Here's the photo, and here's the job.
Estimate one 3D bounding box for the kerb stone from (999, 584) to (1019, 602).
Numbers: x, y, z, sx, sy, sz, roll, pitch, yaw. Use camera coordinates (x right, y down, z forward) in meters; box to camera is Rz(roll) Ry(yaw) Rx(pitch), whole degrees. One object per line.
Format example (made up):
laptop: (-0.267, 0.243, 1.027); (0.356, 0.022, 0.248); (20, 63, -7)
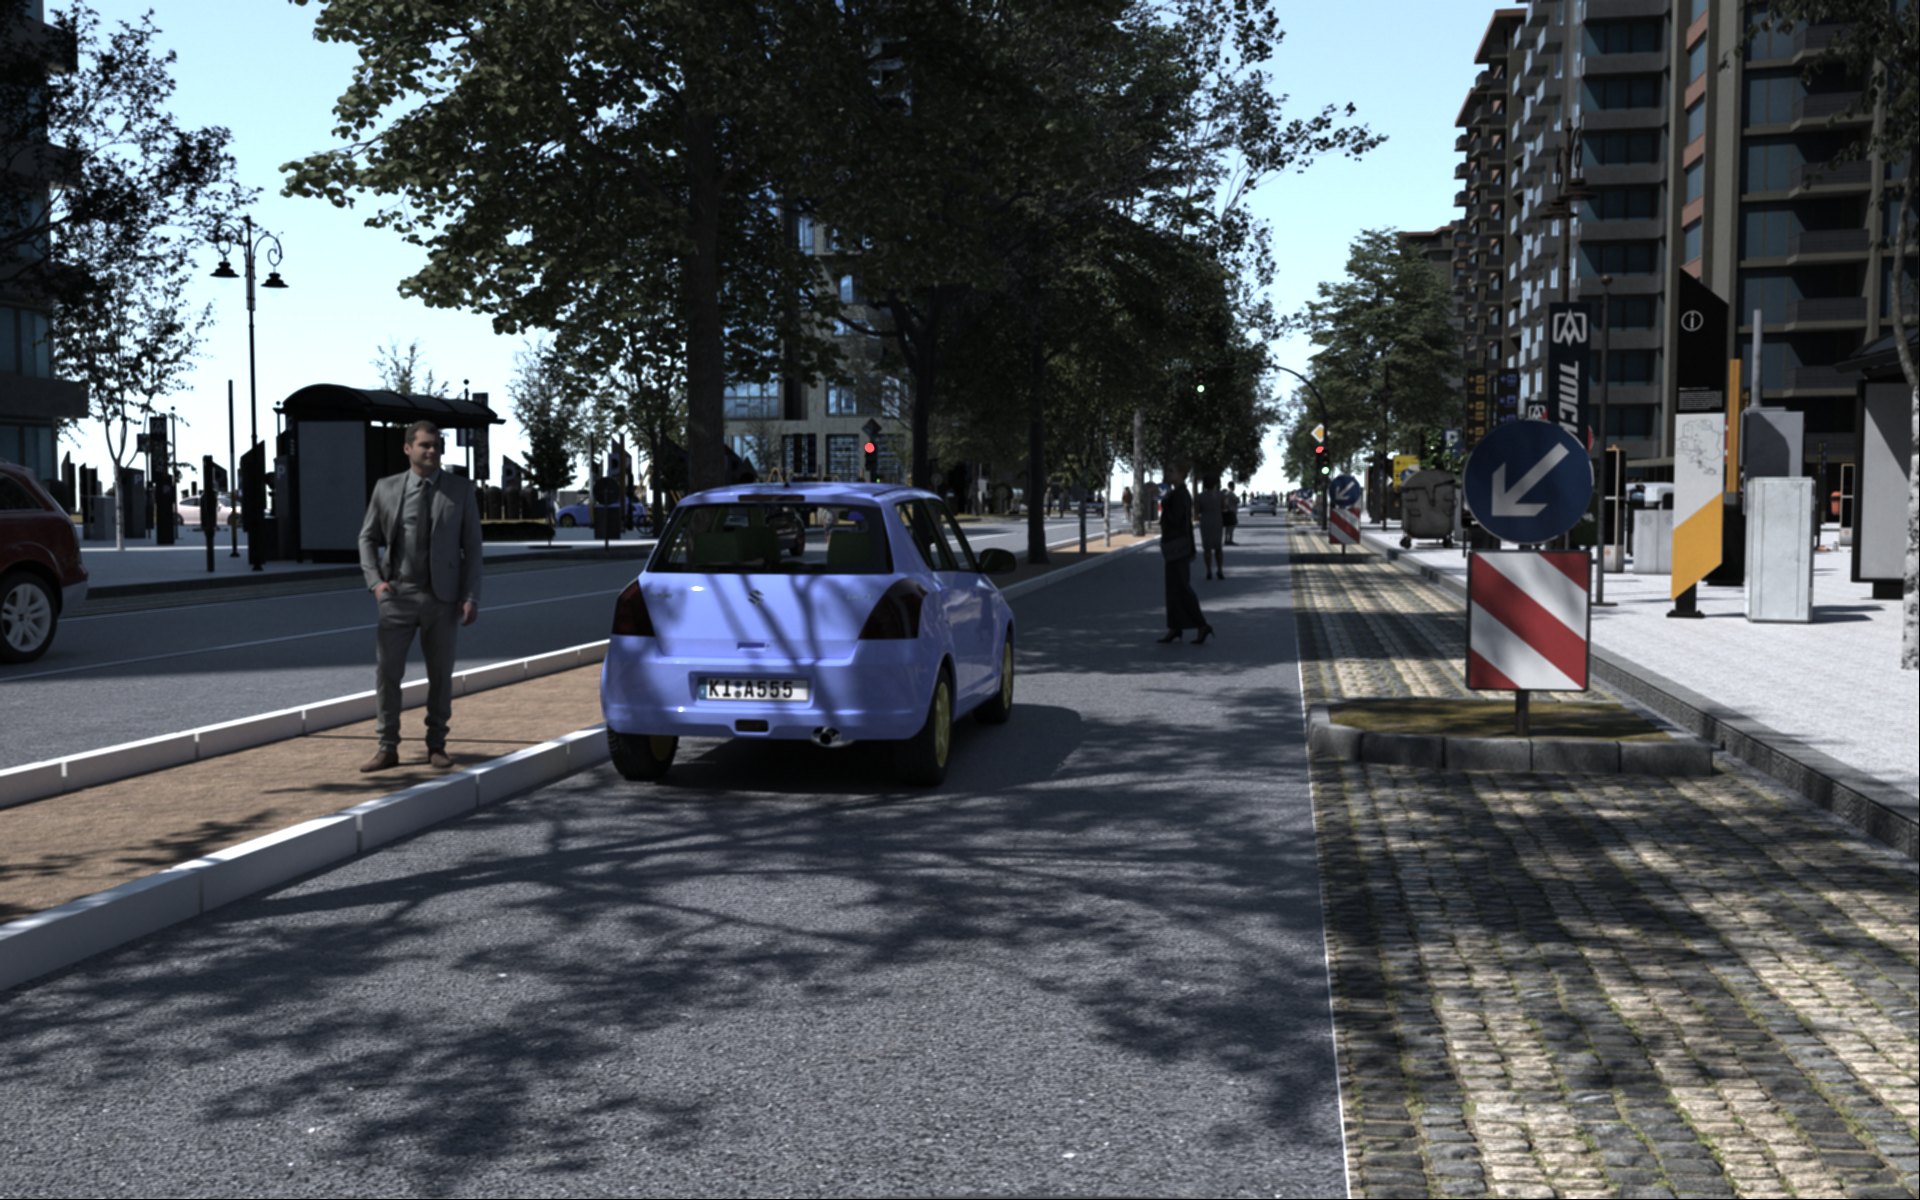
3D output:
kerb stone: (0.639, -0.085, 23.585); (0.120, 0.150, 1.000); (1, 4, 11)

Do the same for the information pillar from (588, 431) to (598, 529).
information pillar: (-13.753, -4.481, 64.626); (0.183, 3.616, 0.504); (-2, 4, -24)

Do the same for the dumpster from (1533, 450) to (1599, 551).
dumpster: (11.409, -1.829, 32.402); (1.502, 2.255, 1.985); (1, 4, 10)

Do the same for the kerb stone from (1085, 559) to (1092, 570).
kerb stone: (2.331, -0.639, 32.649); (0.120, 0.150, 1.000); (1, 4, 11)

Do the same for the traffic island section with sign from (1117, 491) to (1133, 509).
traffic island section with sign: (16.399, -9.842, 169.543); (1.989, 1.847, 2.006); (1, 4, 11)

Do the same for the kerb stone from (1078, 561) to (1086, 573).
kerb stone: (2.146, -0.574, 31.644); (0.120, 0.150, 1.000); (1, 4, 11)

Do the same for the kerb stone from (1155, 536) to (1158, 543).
kerb stone: (5.520, -1.686, 49.802); (0.120, 0.150, 1.000); (1, 4, 11)

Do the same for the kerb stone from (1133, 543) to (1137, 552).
kerb stone: (4.207, -1.257, 42.739); (0.120, 0.150, 1.000); (1, 4, 11)

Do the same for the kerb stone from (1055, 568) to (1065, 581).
kerb stone: (1.577, -0.393, 28.627); (0.120, 0.150, 1.000); (1, 4, 11)

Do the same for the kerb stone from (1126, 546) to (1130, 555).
kerb stone: (3.842, -1.133, 40.728); (0.120, 0.150, 1.000); (1, 4, 11)

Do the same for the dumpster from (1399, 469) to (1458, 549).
dumpster: (11.078, -2.154, 40.980); (1.264, 1.857, 1.865); (1, 4, 11)

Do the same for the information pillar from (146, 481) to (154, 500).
information pillar: (-45.593, -5.688, 97.491); (0.304, 2.012, 0.304); (2, 4, 34)

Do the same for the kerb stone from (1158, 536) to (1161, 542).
kerb stone: (5.719, -1.743, 50.805); (0.120, 0.150, 1.000); (1, 4, 11)

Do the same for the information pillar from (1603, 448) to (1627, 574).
information pillar: (10.566, -1.440, 28.039); (0.304, 2.012, 0.304); (-3, 5, -44)

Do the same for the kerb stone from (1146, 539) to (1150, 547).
kerb stone: (4.957, -1.503, 46.781); (0.120, 0.150, 1.000); (1, 4, 11)

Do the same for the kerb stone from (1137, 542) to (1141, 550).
kerb stone: (4.397, -1.319, 43.757); (0.120, 0.150, 1.000); (1, 4, 11)

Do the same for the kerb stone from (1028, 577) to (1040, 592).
kerb stone: (1.013, -0.208, 25.596); (0.120, 0.150, 1.000); (1, 4, 11)

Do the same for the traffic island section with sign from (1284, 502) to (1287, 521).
traffic island section with sign: (18.119, -5.043, 91.081); (1.989, 1.847, 2.006); (1, 4, 11)

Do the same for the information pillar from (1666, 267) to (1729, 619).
information pillar: (7.609, -1.620, 17.845); (0.504, 3.616, 0.183); (2, 4, 32)

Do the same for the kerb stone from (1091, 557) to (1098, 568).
kerb stone: (2.515, -0.701, 33.658); (0.120, 0.150, 1.000); (1, 4, 11)

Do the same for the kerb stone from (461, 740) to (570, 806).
kerb stone: (-2.175, 0.841, 8.453); (0.120, 0.150, 1.000); (1, 4, 11)

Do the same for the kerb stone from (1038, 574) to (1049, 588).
kerb stone: (1.200, -0.265, 26.617); (0.120, 0.150, 1.000); (1, 4, 11)

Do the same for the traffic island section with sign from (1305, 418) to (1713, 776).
traffic island section with sign: (3.002, -0.074, 9.840); (1.989, 1.847, 2.006); (1, 4, 11)

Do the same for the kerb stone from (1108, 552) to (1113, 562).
kerb stone: (3.083, -0.887, 36.695); (0.120, 0.150, 1.000); (1, 4, 11)

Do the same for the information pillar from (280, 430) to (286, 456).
information pillar: (-21.565, -3.937, 55.725); (0.504, 3.616, 0.183); (-1, 4, -16)

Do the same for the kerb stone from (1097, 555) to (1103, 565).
kerb stone: (2.704, -0.762, 34.677); (0.120, 0.150, 1.000); (1, 4, 11)

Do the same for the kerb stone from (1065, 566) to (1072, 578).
kerb stone: (1.762, -0.452, 29.633); (0.120, 0.150, 1.000); (1, 4, 11)

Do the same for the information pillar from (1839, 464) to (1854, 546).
information pillar: (21.818, -2.329, 42.565); (0.304, 2.012, 0.304); (2, 4, 31)

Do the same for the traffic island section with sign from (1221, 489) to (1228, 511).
traffic island section with sign: (21.905, -8.278, 143.484); (2.006, 1.907, 1.989); (1, 4, 11)

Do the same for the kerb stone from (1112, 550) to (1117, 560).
kerb stone: (3.264, -0.948, 37.708); (0.120, 0.150, 1.000); (1, 4, 11)

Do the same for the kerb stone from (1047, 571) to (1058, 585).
kerb stone: (1.396, -0.332, 27.620); (0.120, 0.150, 1.000); (1, 4, 11)

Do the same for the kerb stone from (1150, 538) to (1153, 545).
kerb stone: (5.146, -1.565, 47.788); (0.120, 0.150, 1.000); (1, 4, 11)

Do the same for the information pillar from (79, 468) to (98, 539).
information pillar: (-24.684, -2.731, 49.139); (0.304, 2.012, 0.304); (2, 4, 30)

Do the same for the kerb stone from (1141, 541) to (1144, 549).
kerb stone: (4.583, -1.380, 44.762); (0.120, 0.150, 1.000); (1, 4, 11)

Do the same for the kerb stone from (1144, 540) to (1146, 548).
kerb stone: (4.762, -1.442, 45.768); (0.120, 0.150, 1.000); (1, 4, 11)

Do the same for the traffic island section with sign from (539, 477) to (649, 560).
traffic island section with sign: (-8.031, -1.825, 38.469); (1.989, 1.847, 2.006); (1, 4, 11)

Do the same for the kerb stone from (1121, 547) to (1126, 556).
kerb stone: (3.638, -1.069, 39.718); (0.120, 0.150, 1.000); (1, 4, 11)

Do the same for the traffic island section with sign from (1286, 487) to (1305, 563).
traffic island section with sign: (7.930, -1.695, 36.342); (1.989, 1.847, 2.006); (1, 4, 11)

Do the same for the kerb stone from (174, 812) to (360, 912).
kerb stone: (-2.559, 0.964, 6.433); (0.120, 0.150, 1.000); (1, 4, 11)

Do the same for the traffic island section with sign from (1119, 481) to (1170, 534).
traffic island section with sign: (6.785, -3.315, 62.330); (2.006, 1.907, 1.989); (1, 4, 11)

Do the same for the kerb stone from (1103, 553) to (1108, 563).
kerb stone: (2.887, -0.825, 35.683); (0.120, 0.150, 1.000); (1, 4, 11)

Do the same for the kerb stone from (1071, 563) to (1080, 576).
kerb stone: (1.953, -0.511, 30.640); (0.120, 0.150, 1.000); (1, 4, 11)

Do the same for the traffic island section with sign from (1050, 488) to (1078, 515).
traffic island section with sign: (7.234, -6.835, 120.384); (1.989, 1.847, 2.006); (1, 4, 11)

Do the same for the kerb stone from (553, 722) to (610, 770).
kerb stone: (-1.990, 0.779, 9.466); (0.120, 0.150, 1.000); (1, 4, 11)

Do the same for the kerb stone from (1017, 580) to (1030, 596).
kerb stone: (0.826, -0.146, 24.590); (0.120, 0.150, 1.000); (1, 4, 11)

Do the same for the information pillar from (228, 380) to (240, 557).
information pillar: (-14.825, -2.688, 35.298); (0.183, 3.616, 0.504); (-1, 4, -22)

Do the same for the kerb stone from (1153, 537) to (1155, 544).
kerb stone: (5.332, -1.626, 48.797); (0.120, 0.150, 1.000); (1, 4, 11)

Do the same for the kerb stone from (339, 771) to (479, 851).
kerb stone: (-2.366, 0.902, 7.448); (0.120, 0.150, 1.000); (1, 4, 11)

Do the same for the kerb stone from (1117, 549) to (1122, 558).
kerb stone: (3.460, -1.010, 38.711); (0.120, 0.150, 1.000); (1, 4, 11)

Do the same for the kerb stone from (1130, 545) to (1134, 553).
kerb stone: (4.022, -1.195, 41.734); (0.120, 0.150, 1.000); (1, 4, 11)

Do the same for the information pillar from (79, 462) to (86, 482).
information pillar: (-63.410, -8.190, 125.262); (0.504, 3.616, 0.183); (-3, 4, -37)

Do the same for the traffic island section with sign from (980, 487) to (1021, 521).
traffic island section with sign: (2.222, -5.187, 93.443); (1.989, 1.847, 2.006); (1, 4, 11)

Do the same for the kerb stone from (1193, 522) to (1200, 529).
kerb stone: (10.313, -3.251, 75.494); (0.120, 0.150, 1.000); (1, 4, 11)
